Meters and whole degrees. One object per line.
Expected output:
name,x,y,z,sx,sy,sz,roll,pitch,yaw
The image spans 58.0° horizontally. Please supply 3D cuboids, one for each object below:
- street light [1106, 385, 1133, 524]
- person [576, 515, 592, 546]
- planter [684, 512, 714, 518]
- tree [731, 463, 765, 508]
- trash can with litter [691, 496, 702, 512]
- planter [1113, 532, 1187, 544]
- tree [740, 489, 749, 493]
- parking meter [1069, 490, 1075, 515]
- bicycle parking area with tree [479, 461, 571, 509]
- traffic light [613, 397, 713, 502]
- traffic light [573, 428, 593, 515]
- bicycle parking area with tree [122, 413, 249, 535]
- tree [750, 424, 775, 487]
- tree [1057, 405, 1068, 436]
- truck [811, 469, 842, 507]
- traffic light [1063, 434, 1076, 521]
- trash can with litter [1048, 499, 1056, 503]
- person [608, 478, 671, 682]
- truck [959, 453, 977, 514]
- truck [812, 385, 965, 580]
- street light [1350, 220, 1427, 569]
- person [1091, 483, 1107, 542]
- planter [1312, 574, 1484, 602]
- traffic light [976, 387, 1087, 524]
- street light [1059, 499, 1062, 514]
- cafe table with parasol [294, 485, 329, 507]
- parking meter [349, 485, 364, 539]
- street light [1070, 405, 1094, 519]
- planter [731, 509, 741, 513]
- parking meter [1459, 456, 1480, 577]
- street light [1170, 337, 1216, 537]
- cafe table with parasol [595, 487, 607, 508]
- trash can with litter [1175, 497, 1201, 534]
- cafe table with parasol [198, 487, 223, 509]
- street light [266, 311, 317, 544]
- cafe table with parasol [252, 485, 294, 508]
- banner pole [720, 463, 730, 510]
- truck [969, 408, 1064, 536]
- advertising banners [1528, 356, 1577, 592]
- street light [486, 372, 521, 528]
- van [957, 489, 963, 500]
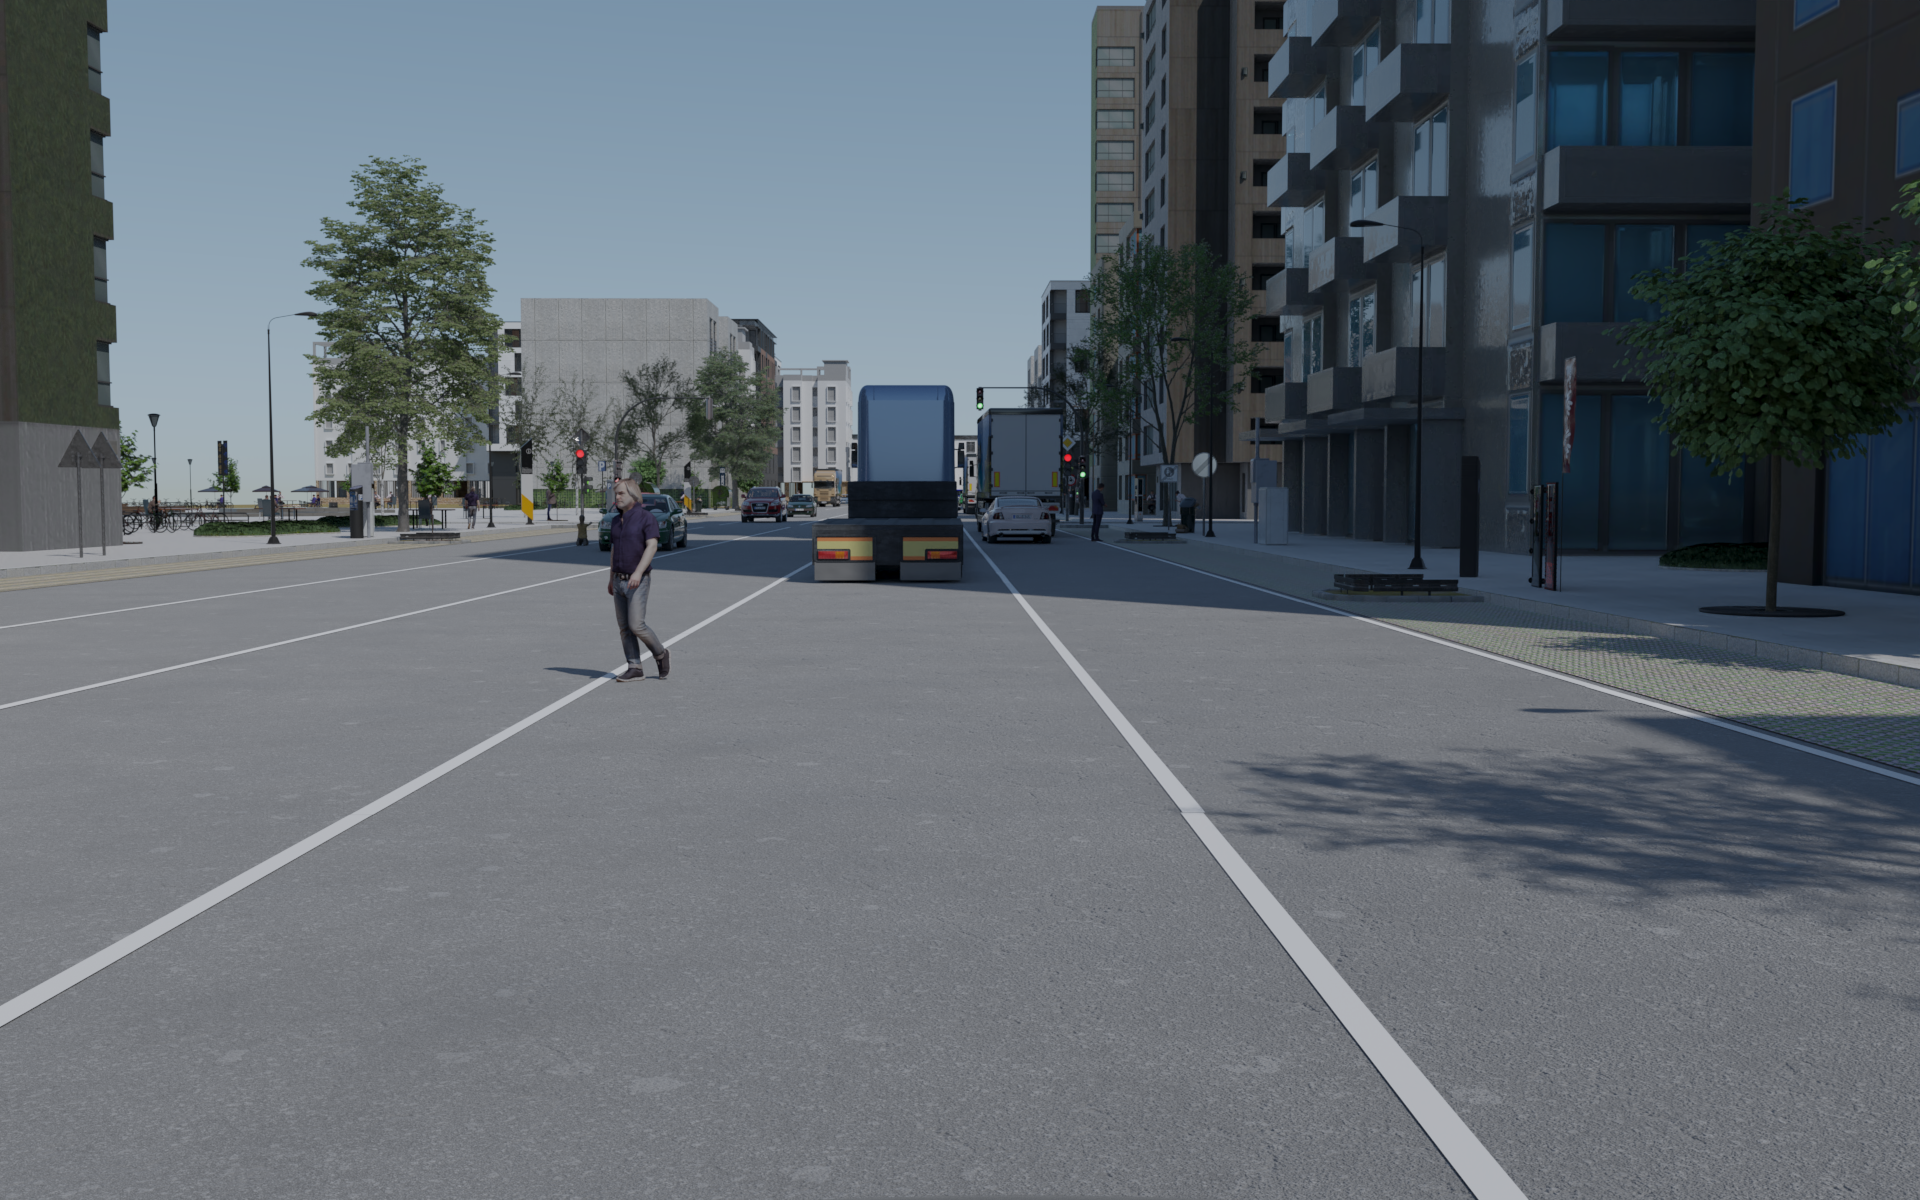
street light,6.695,-6.178,73.557,1.470,5.913,1.316,0,4,-1
person,-10.460,-1.939,48.129,0.347,0.859,0.695,0,4,2
planter,-16.153,-5.195,106.082,1.991,0.319,1.994,0,4,-1
tree,-19.888,-10.895,161.847,4.285,4.588,4.351,0,3,0
trash can with litter,-18.655,-6.752,121.779,1.055,1.170,0.624,0,4,3
planter,5.520,-1.808,50.706,1.991,0.319,1.994,0,4,-1
tree,-20.280,-10.447,165.402,1.663,3.219,1.824,0,3,0
parking meter,6.869,-5.976,106.118,0.372,1.533,0.369,0,3,0
bicycle parking area with tree,-37.996,-9.995,150.427,8.231,4.147,9.016,-1,4,-12
traffic light,-13.993,-6.521,81.281,4.771,5.953,1.251,0,4,-1
traffic light,-15.970,-5.157,73.232,0.839,4.253,0.868,0,4,-1
bicycle parking area with tree,-29.326,-4.420,59.262,9.016,4.147,8.231,2,4,24
tree,-19.929,-13.392,169.316,4.360,8.622,3.978,0,3,0
tree,7.142,-11.783,143.015,4.360,8.622,3.978,0,3,0
truck,-14.781,-12.509,193.430,2.839,4.237,11.283,0,4,0
traffic light,5.035,-5.664,81.532,0.839,4.253,0.868,0,4,-1
trash can with litter,6.512,-6.781,122.256,0.624,1.170,1.055,0,4,-2
person,-2.428,-0.154,13.225,0.471,1.553,0.569,-1,4,-18
truck,1.497,-8.330,125.108,2.839,4.237,11.283,0,4,-2
truck,-1.264,-2.886,36.940,2.967,4.110,18.799,0,4,-1
street light,7.294,-3.483,29.488,1.470,5.913,1.316,0,4,-1
person,4.224,-2.653,52.332,0.568,1.767,0.683,-2,4,-35
planter,5.902,-0.161,23.765,1.991,0.319,1.994,0,4,-1
traffic light,3.059,-6.037,73.377,4.771,5.953,1.251,0,4,-1
street light,6.077,-8.570,112.663,1.470,5.913,1.316,0,4,-1
cafe table with parasol,-56.276,-8.836,149.337,2.610,1.966,2.610,-1,4,-10
parking meter,-17.412,-2.542,49.969,0.372,1.533,0.369,0,3,0
street light,6.445,-7.233,90.802,1.470,5.913,1.316,0,4,-1
planter,-16.549,-6.855,133.224,1.991,0.319,1.994,0,4,-1
parking meter,7.887,-1.289,26.786,0.255,1.863,0.399,1,4,22
street light,6.924,-4.826,51.452,1.470,5.913,1.316,0,4,-1
cafe table with parasol,-29.136,-8.489,143.655,2.610,1.966,2.610,2,4,32
trash can with litter,7.432,-2.770,56.680,0.624,1.170,1.055,2,4,26
cafe table with parasol,-62.952,-8.653,146.336,2.610,1.966,2.610,-1,4,-10
street light,-17.044,-4.383,44.198,1.470,5.913,1.316,0,4,-1
cafe table with parasol,-54.024,-7.955,134.927,2.610,1.966,2.610,3,5,39
banner pole,-19.156,-9.228,140.891,0.863,3.779,0.401,0,4,7
truck,1.939,-4.467,61.956,2.839,4.237,11.283,0,4,-2
advertising banners,7.886,-1.643,23.059,0.090,3.025,2.074,0,4,5
street light,-17.389,-5.720,66.060,1.470,5.913,1.316,0,4,-1
van,-0.049,-13.572,226.291,2.240,2.365,5.245,0,4,0
